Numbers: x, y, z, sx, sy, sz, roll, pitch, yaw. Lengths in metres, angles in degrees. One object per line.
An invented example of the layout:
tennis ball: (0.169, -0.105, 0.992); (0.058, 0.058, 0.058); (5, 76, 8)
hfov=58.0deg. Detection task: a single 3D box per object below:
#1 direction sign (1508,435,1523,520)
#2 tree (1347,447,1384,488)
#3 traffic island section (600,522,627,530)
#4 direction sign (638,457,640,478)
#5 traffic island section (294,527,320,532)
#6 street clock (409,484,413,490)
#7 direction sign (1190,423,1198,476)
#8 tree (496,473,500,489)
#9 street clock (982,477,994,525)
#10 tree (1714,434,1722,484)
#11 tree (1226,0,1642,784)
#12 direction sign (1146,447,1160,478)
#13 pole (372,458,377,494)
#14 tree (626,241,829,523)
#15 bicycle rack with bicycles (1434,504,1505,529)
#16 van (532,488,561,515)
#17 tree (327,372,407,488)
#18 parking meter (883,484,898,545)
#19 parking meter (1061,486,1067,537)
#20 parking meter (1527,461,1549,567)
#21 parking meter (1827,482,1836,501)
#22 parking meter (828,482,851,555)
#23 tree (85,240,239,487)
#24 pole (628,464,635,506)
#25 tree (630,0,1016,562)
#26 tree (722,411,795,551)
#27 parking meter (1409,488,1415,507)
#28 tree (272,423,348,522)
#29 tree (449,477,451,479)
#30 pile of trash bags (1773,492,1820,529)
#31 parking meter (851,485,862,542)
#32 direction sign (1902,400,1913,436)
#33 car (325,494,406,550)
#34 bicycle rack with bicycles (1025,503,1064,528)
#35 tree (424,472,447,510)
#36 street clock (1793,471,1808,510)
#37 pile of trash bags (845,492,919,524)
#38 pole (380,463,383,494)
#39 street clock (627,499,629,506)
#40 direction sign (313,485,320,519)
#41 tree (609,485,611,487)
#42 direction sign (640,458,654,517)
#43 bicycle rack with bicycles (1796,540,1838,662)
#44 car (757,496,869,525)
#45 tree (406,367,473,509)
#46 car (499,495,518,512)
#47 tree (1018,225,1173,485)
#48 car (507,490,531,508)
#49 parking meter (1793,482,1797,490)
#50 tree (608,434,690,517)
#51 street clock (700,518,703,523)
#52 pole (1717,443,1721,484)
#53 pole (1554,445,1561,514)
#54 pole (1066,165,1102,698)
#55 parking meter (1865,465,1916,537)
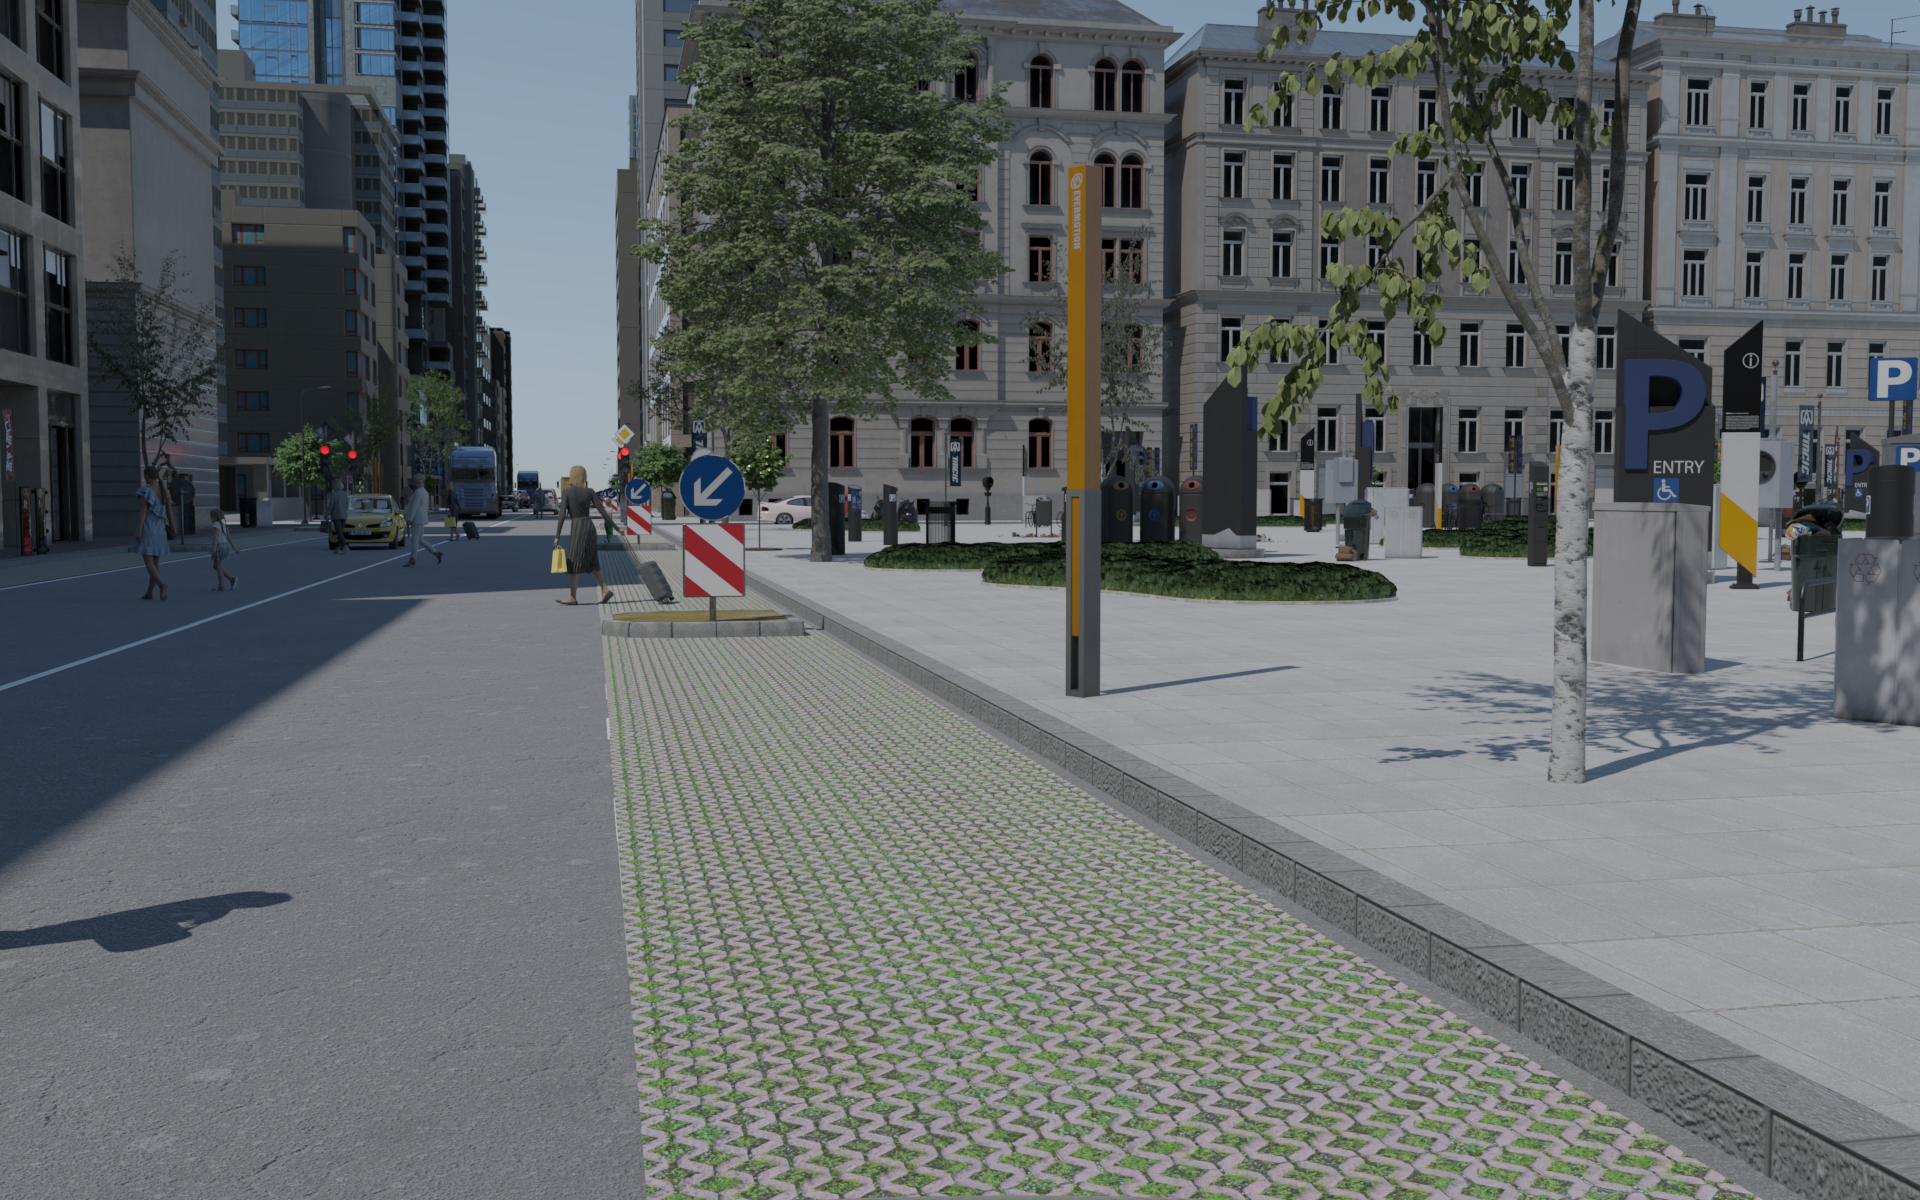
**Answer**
direction sign: (21.386, -4.571, 66.728); (0.876, 3.537, 0.379); (-3, 4, -38)
tree: (13.997, -4.004, 60.062); (1.663, 3.219, 1.824); (0, 3, 0)
traffic island section: (-15.116, -3.384, 77.601); (2.009, 0.180, 2.903); (-1, 4, -12)
direction sign: (-19.532, -6.945, 105.553); (0.379, 3.537, 0.876); (-1, 4, -22)
traffic island section: (-24.638, -2.760, 67.414); (2.009, 0.180, 2.903); (-1, 4, -12)
street clock: (-40.500, -7.538, 127.824); (0.358, 2.002, 0.471); (-1, 4, -14)
direction sign: (7.533, -3.909, 55.909); (0.379, 3.537, 0.876); (0, 4, -7)
tree: (-60.835, -14.647, 223.196); (4.285, 4.588, 4.351); (0, 3, 0)
street clock: (1.163, -4.139, 72.239); (0.358, 2.002, 0.471); (3, 5, 45)
tree: (21.772, -3.289, 48.382); (1.663, 3.219, 1.824); (0, 3, 0)
tree: (2.585, -3.505, 7.674); (4.737, 8.622, 4.395); (0, 3, 0)
direction sign: (9.343, -5.620, 83.877); (0.876, 3.537, 0.379); (-3, 4, -38)
pole: (-32.775, -6.311, 97.021); (0.158, 3.312, 0.155); (0, 3, 0)
tree: (-7.884, -7.690, 60.137); (7.601, 10.594, 8.767); (-2, 4, -27)
bicycle rack with bicycles: (17.831, -2.927, 61.239); (2.852, 0.926, 2.925); (3, 5, 41)
van: (-29.049, -7.003, 121.516); (2.013, 2.044, 4.112); (-1, 4, -11)
tree: (-35.282, -9.381, 103.749); (4.737, 8.622, 4.395); (0, 3, 0)
parking meter: (-1.737, -2.139, 43.381); (0.372, 1.533, 0.369); (0, 3, 0)
parking meter: (2.595, -2.004, 41.169); (0.372, 1.533, 0.369); (0, 3, 0)
parking meter: (10.226, -1.524, 30.631); (0.255, 1.863, 0.399); (0, 4, 1)
parking meter: (40.542, -4.580, 80.598); (0.399, 1.863, 0.255); (-2, 4, -33)
parking meter: (-2.609, -1.720, 36.530); (0.372, 1.533, 0.369); (0, 3, 0)
tree: (-23.823, -6.170, 51.238); (4.360, 8.622, 3.978); (0, 3, 0)
pole: (-22.095, -7.529, 116.949); (0.158, 3.312, 0.155); (0, 3, 0)
tree: (-2.290, -6.978, 32.217); (7.486, 12.596, 7.792); (0, 3, 0)
tree: (-4.596, -2.748, 39.535); (1.663, 3.219, 1.824); (0, 3, 0)
parking meter: (19.965, -4.184, 76.820); (0.372, 1.533, 0.369); (0, 3, 0)
tree: (-29.761, -5.858, 79.484); (4.285, 4.588, 4.351); (0, 3, 0)
tree: (-46.926, -10.190, 161.203); (1.663, 3.219, 1.824); (0, 3, 0)
pile of trash bags: (30.564, -3.256, 62.984); (1.912, 1.369, 3.447); (3, 5, 41)
parking meter: (-2.830, -2.338, 46.631); (0.372, 1.533, 0.369); (0, 3, 0)
direction sign: (19.374, -2.659, 35.475); (0.379, 3.537, 0.876); (1, 4, 19)
car: (-15.704, -2.183, 45.910); (2.015, 1.641, 3.980); (-1, 4, -13)
bicycle rack with bicycles: (3.526, -3.270, 66.854); (2.852, 0.926, 2.925); (2, 4, 28)
tree: (-42.389, -8.776, 138.088); (1.663, 3.219, 1.824); (0, 3, 0)
street clock: (26.096, -3.010, 53.784); (0.471, 2.002, 0.358); (2, 4, 32)
pile of trash bags: (-3.318, -3.671, 69.768); (3.447, 1.369, 1.912); (0, 4, 4)
pole: (-37.682, -7.278, 112.833); (0.158, 3.312, 0.155); (0, 3, 0)
street clock: (-27.462, -8.476, 143.157); (0.471, 2.002, 0.358); (-1, 4, -10)
direction sign: (-32.635, -5.855, 87.730); (0.379, 3.537, 0.876); (2, 4, 33)
tree: (-58.636, -18.233, 292.717); (1.663, 3.219, 1.824); (0, 3, 0)
direction sign: (-17.522, -6.488, 98.077); (0.876, 3.537, 0.379); (0, 4, -6)
bicycle rack with bicycles: (7.885, -0.001, 13.405); (2.852, 0.926, 2.925); (3, 5, 41)
car: (-6.331, -3.817, 74.765); (4.827, 1.381, 2.083); (-1, 4, -12)
tree: (-44.099, -13.304, 143.269); (9.928, 11.665, 9.643); (0, 3, 0)
car: (-36.381, -7.714, 138.703); (1.945, 1.354, 3.894); (-1, 4, -10)
tree: (3.659, -5.764, 44.602); (4.360, 8.622, 3.978); (0, 3, 0)
car: (-44.397, -10.134, 174.370); (2.281, 1.827, 5.304); (-1, 4, -14)
parking meter: (39.181, -4.640, 81.582); (0.255, 1.863, 0.399); (0, 4, -4)
tree: (-16.526, -6.831, 95.404); (4.285, 4.588, 4.351); (0, 3, 0)
street clock: (-7.178, -2.676, 48.330); (0.358, 2.002, 0.471); (-1, 4, -8)
pole: (30.021, -4.561, 68.415); (0.158, 3.312, 0.155); (0, 3, 0)
pole: (24.921, -4.794, 72.219); (0.158, 3.312, 0.155); (0, 3, 0)
pole: (0.780, -1.043, 10.900); (0.158, 3.312, 0.155); (0, 3, 0)
parking meter: (8.107, -0.410, 15.118); (0.372, 1.533, 0.369); (0, 3, 0)
